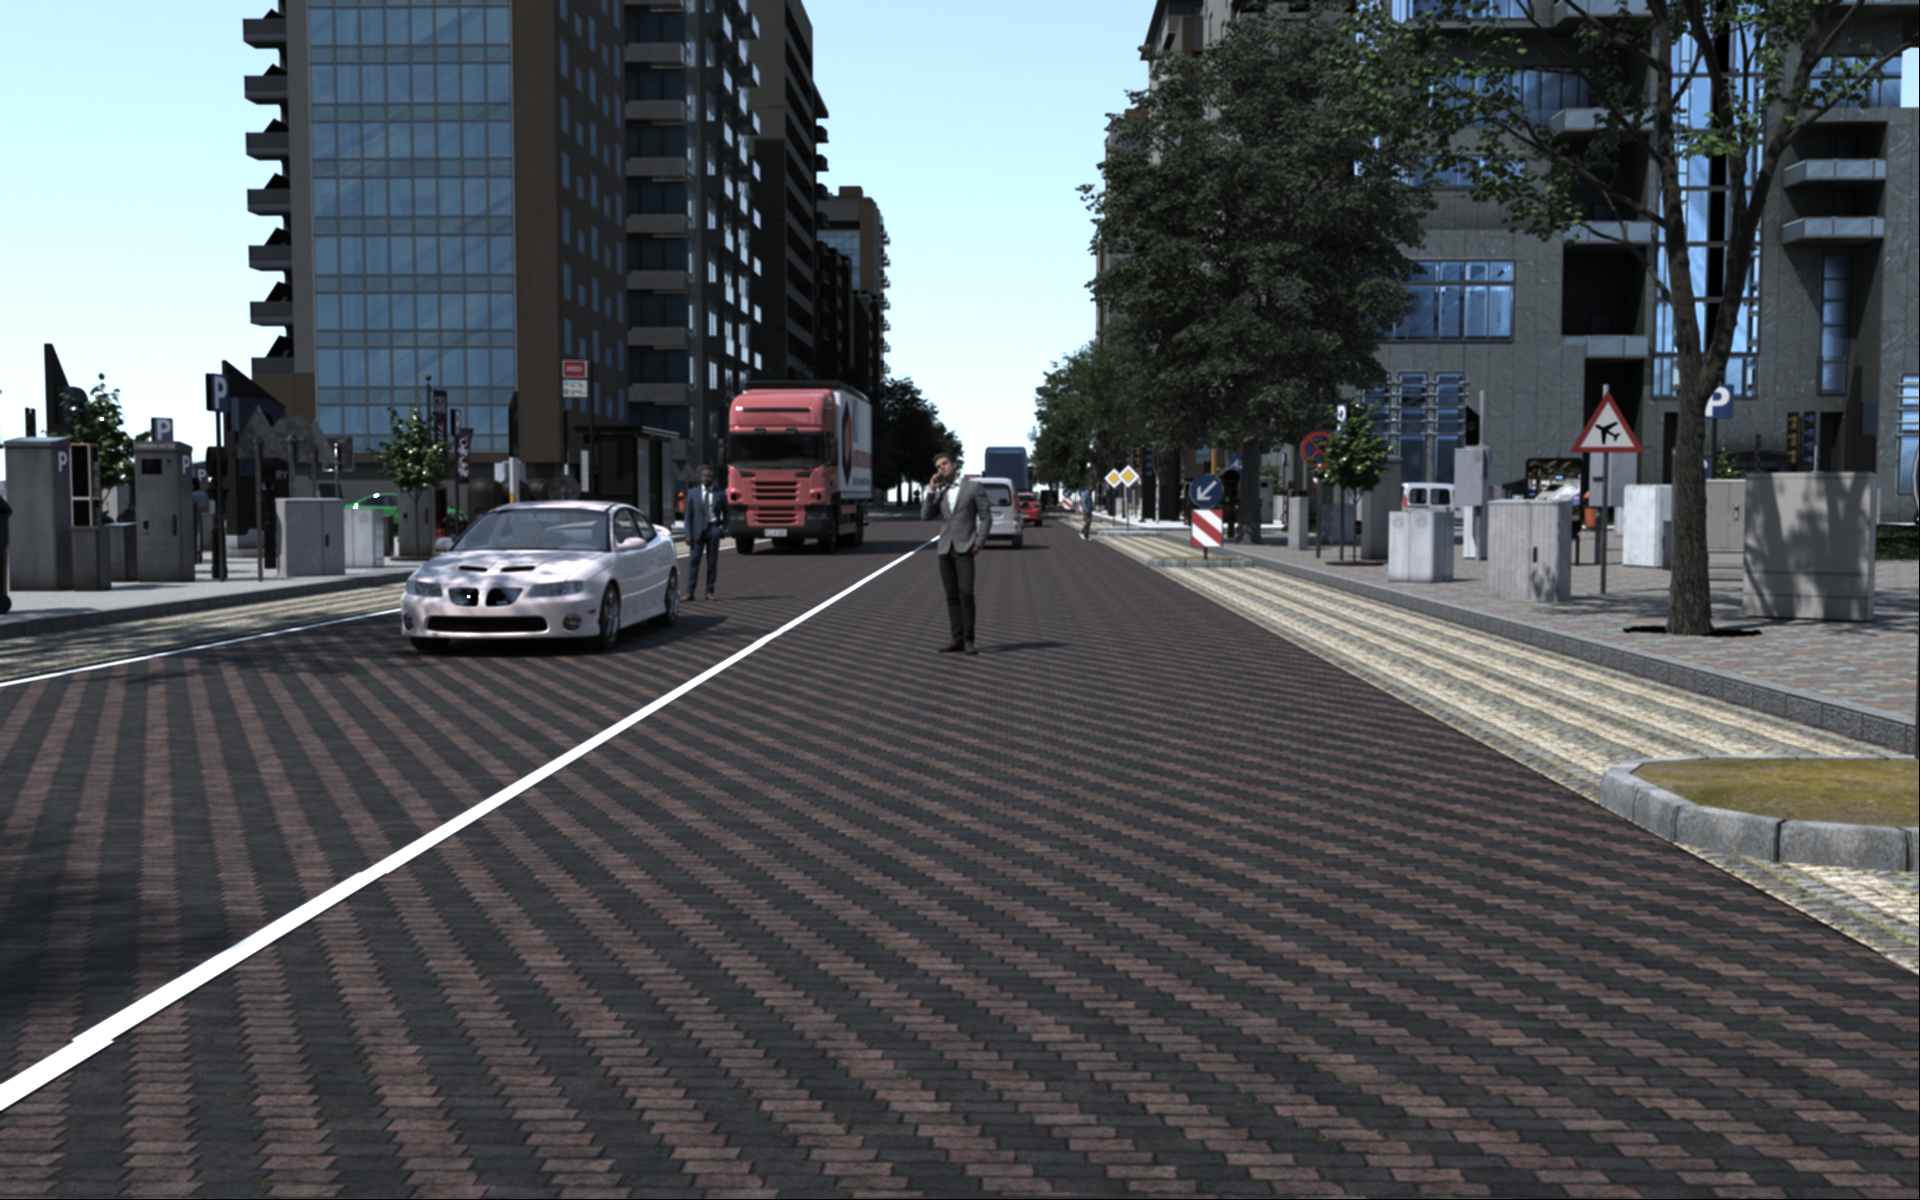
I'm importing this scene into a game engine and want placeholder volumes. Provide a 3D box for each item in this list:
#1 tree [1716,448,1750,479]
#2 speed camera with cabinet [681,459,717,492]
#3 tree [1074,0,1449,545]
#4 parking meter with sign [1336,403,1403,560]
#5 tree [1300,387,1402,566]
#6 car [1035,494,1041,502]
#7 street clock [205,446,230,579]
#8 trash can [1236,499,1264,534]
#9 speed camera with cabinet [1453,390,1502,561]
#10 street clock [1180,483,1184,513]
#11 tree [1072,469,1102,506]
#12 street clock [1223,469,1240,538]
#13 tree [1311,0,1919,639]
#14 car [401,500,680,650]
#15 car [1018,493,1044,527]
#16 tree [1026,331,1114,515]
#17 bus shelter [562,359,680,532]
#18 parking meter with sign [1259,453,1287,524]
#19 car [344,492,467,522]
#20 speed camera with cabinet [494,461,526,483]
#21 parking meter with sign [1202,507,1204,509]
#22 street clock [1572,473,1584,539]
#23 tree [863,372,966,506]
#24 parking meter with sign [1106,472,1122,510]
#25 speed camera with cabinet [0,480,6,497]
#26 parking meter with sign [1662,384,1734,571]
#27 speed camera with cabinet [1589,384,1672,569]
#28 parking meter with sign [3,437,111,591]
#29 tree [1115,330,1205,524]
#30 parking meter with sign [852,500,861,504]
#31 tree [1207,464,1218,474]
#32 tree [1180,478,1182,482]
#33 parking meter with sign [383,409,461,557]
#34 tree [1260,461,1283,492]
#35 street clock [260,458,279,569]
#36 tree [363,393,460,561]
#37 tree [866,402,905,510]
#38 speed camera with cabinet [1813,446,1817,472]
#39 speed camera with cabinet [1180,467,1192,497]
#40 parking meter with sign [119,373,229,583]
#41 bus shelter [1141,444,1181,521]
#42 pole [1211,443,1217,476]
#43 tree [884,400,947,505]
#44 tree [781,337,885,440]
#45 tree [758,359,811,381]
[{"bbox_3d":[31.756,-4.748,72.230,1.663,3.219,1.824,0,3,0],"label":"tree"},{"bbox_3d":[-14.606,-6.272,96.888,2.038,3.252,0.660,1,4,21],"label":"speed camera with cabinet"},{"bbox_3d":[7.321,-8.387,43.779,9.857,13.997,8.962,0,3,0],"label":"tree"},{"bbox_3d":[8.206,-2.283,33.591,1.738,3.016,0.543,-1,4,-9],"label":"parking meter with sign"},{"bbox_3d":[7.177,-2.254,31.448,1.663,3.219,1.824,0,3,0],"label":"tree"},{"bbox_3d":[10.853,-14.171,240.484,1.959,1.807,4.718,0,4,3],"label":"car"},{"bbox_3d":[-11.260,-1.328,26.281,0.358,2.002,0.471,-2,4,-35],"label":"street clock"},{"bbox_3d":[7.913,-2.182,47.328,0.748,1.137,0.748,0,3,0],"label":"trash can"},{"bbox_3d":[10.115,-2.415,33.825,0.660,3.252,2.038,2,4,27],"label":"speed camera with cabinet"},{"bbox_3d":[14.977,-6.938,118.007,0.358,2.002,0.471,-3,5,-42],"label":"street clock"},{"bbox_3d":[9.962,-8.539,134.222,1.663,3.219,1.824,0,3,0],"label":"tree"},{"bbox_3d":[7.905,-2.806,50.447,0.471,2.002,0.358,1,4,19],"label":"street clock"},{"bbox_3d":[6.852,-5.498,15.652,9.928,11.665,9.643,0,3,0],"label":"tree"},{"bbox_3d":[-4.069,-0.312,17.456,2.083,1.381,4.827,0,4,2],"label":"car"},{"bbox_3d":[2.717,-4.176,77.325,2.155,1.783,4.494,0,3,0],"label":"car"},{"bbox_3d":[9.468,-11.141,107.914,9.928,11.665,9.643,0,3,0],"label":"tree"},{"bbox_3d":[-10.687,-4.689,54.299,2.179,5.291,8.768,0,4,2],"label":"bus shelter"},{"bbox_3d":[12.999,-4.748,73.884,1.738,3.016,0.543,0,4,0],"label":"parking meter with sign"},{"bbox_3d":[-20.578,-3.387,64.180,4.718,1.807,1.959,0,4,2],"label":"car"},{"bbox_3d":[-12.093,-3.336,48.877,0.660,3.252,2.038,3,5,44],"label":"speed camera with cabinet"},{"bbox_3d":[15.803,-6.759,106.776,1.738,3.016,0.543,1,4,14],"label":"parking meter with sign"},{"bbox_3d":[17.443,-2.727,49.150,0.471,2.002,0.358,2,4,24],"label":"street clock"},{"bbox_3d":[-6.218,-16.739,180.339,9.857,13.997,8.962,0,3,0],"label":"tree"},{"bbox_3d":[11.997,-8.462,134.610,0.543,3.016,1.738,-2,4,-34],"label":"parking meter with sign"},{"bbox_3d":[-64.129,-7.499,116.937,0.660,3.252,2.038,0,4,3],"label":"speed camera with cabinet"},{"bbox_3d":[12.035,-1.968,28.440,0.543,3.016,1.738,0,4,2],"label":"parking meter with sign"},{"bbox_3d":[11.981,-2.223,30.676,0.660,3.252,2.038,-1,4,-13],"label":"speed camera with cabinet"},{"bbox_3d":[-12.204,-1.631,22.925,1.738,3.016,0.543,0,4,0],"label":"parking meter with sign"},{"bbox_3d":[8.815,-7.621,74.974,4.360,8.622,3.978,0,3,0],"label":"tree"},{"bbox_3d":[-7.939,-8.188,130.142,0.543,3.016,1.738,2,4,29],"label":"parking meter with sign"},{"bbox_3d":[16.424,-7.095,110.600,1.663,3.219,1.824,0,3,0],"label":"tree"},{"bbox_3d":[11.432,-6.294,97.506,1.663,3.219,1.824,0,3,0],"label":"tree"},{"bbox_3d":[-11.174,-2.405,35.575,1.738,3.016,0.543,0,4,-4],"label":"parking meter with sign"},{"bbox_3d":[17.836,-6.423,99.615,1.663,3.219,1.824,0,3,0],"label":"tree"},{"bbox_3d":[-11.881,-1.542,29.782,0.358,2.002,0.471,-2,4,-25],"label":"street clock"},{"bbox_3d":[-10.423,-2.370,33.355,1.663,3.219,1.824,0,3,0],"label":"tree"},{"bbox_3d":[-6.813,-11.615,140.269,4.360,8.622,3.978,0,3,0],"label":"tree"},{"bbox_3d":[35.230,-4.651,70.376,0.660,3.252,2.038,0,4,3],"label":"speed camera with cabinet"},{"bbox_3d":[15.661,-7.952,124.347,2.038,3.252,0.660,-2,4,-31],"label":"speed camera with cabinet"},{"bbox_3d":[-11.599,-1.772,25.240,1.738,3.016,0.543,0,4,2],"label":"parking meter with sign"},{"bbox_3d":[9.648,-5.687,84.262,1.731,3.624,6.357,0,4,2],"label":"bus shelter"},{"bbox_3d":[9.897,-4.507,67.529,0.158,3.312,0.155,0,3,0],"label":"pole"},{"bbox_3d":[-5.876,-17.720,206.733,9.611,12.733,9.660,0,3,0],"label":"tree"},{"bbox_3d":[-8.324,-10.375,104.043,8.767,10.594,7.601,2,4,34],"label":"tree"},{"bbox_3d":[-9.623,-8.744,93.320,4.737,8.622,4.395,0,3,0],"label":"tree"}]
